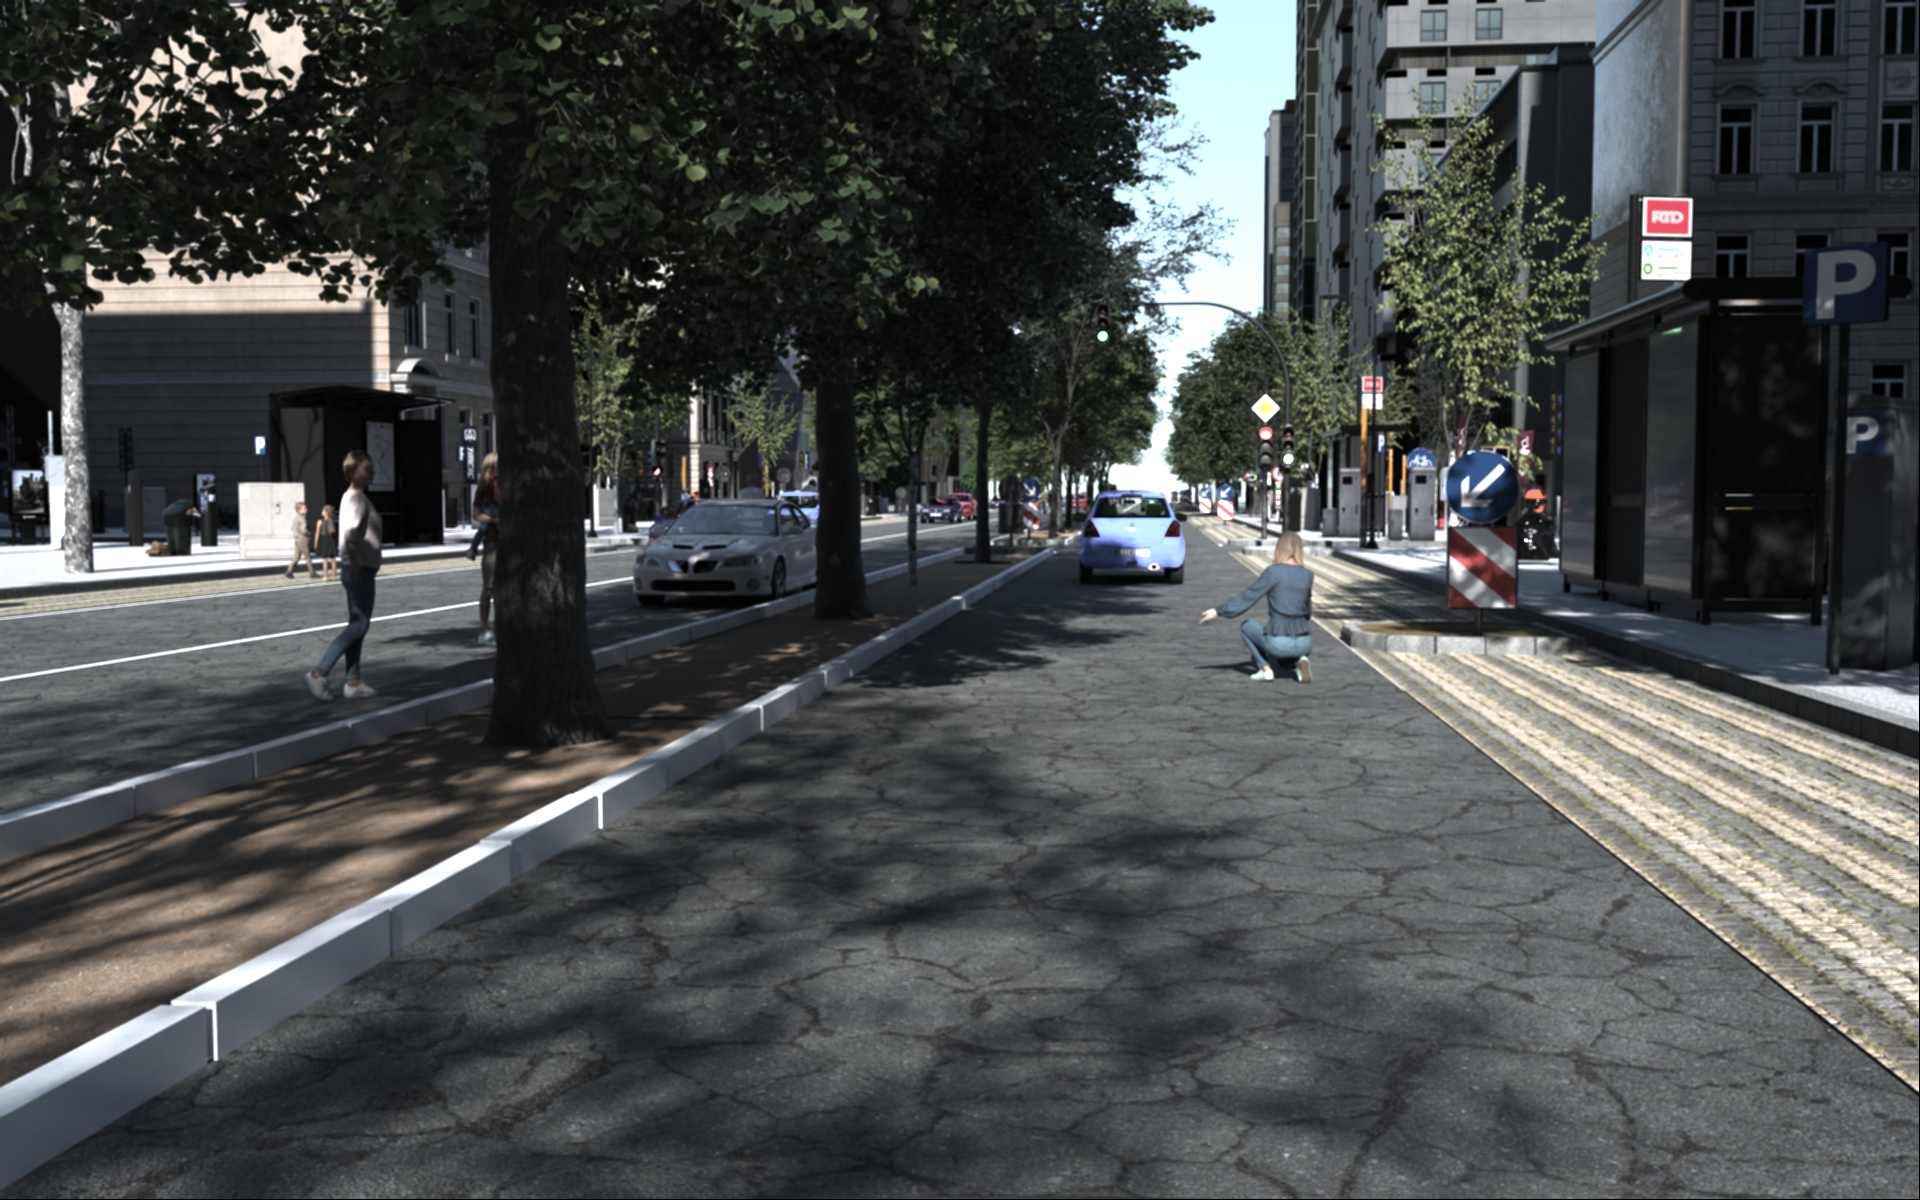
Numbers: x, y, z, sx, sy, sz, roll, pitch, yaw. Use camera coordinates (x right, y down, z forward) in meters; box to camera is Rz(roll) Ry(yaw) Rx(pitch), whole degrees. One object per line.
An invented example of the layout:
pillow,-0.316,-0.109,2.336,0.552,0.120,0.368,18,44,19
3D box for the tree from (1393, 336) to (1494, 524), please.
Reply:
tree,20.930,-7.636,75.217,4.360,8.622,3.978,0,3,0

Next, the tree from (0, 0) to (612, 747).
tree,-2.384,-6.142,9.532,9.857,13.997,8.962,0,3,0

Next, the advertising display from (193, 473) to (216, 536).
advertising display,-23.008,-2.910,52.785,0.123,1.923,0.974,1,4,11

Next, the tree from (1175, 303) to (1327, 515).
tree,17.829,-11.458,104.345,9.611,12.733,9.660,0,3,0

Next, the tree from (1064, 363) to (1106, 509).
tree,5.220,-8.055,84.520,4.737,8.622,4.395,0,3,0

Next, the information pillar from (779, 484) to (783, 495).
information pillar,-12.814,-7.365,124.909,0.304,2.012,0.304,-3,5,-40

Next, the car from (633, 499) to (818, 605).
car,-3.054,-0.700,23.802,2.083,1.381,4.827,0,4,7

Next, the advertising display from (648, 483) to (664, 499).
advertising display,-17.876,-5.912,101.870,0.974,1.923,0.123,-1,4,-11

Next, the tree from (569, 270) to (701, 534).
tree,-11.410,-6.461,55.995,4.737,8.622,4.395,0,3,0

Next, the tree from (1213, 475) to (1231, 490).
tree,21.512,-8.896,140.043,1.663,3.219,1.824,0,3,0

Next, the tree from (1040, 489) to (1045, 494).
tree,11.958,-16.139,258.470,1.663,3.219,1.824,0,3,0

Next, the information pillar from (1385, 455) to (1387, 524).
information pillar,18.364,-5.137,75.346,0.504,3.616,0.183,-3,4,-36

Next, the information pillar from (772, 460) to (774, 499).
information pillar,-12.659,-7.700,117.250,0.183,3.616,0.504,0,4,-5

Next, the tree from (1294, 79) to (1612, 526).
tree,9.079,-4.941,31.148,4.737,8.622,4.395,0,3,0

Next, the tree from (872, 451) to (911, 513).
tree,-4.408,-8.190,117.620,4.285,4.588,4.351,0,3,0

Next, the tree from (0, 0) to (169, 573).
tree,-13.544,-10.579,28.859,12.611,20.169,13.585,0,3,0

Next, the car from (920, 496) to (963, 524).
car,-0.903,-4.460,85.507,1.945,1.354,3.894,0,4,8

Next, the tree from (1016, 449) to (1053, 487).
tree,9.630,-19.955,243.278,9.611,12.733,9.660,0,3,0

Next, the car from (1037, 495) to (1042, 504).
car,9.742,-12.399,215.304,1.945,1.354,3.894,0,4,7

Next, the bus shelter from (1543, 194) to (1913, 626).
bus shelter,8.533,-2.652,20.996,2.179,5.291,8.768,0,4,6

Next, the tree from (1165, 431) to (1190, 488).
tree,33.175,-19.794,249.380,9.928,11.665,9.643,0,3,0

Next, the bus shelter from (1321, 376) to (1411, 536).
bus shelter,13.031,-4.829,56.589,2.179,5.291,8.768,0,4,6

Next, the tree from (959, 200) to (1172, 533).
tree,3.673,-8.729,63.299,7.486,12.596,7.792,0,3,0

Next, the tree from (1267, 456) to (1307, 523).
tree,14.428,-4.990,76.188,1.663,3.219,1.824,0,3,0

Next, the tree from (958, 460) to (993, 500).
tree,1.480,-11.195,166.747,4.285,4.588,4.351,0,3,0

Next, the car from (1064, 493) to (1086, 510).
car,10.295,-8.797,152.871,2.155,1.783,4.494,0,4,4

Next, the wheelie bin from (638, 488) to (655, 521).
wheelie bin,-15.014,-4.616,83.386,0.980,1.594,0.693,0,4,-1

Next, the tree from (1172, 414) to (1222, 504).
tree,29.561,-18.295,217.245,7.486,12.596,7.792,0,3,0

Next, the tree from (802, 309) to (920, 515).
tree,-5.973,-11.503,106.201,7.486,12.596,7.792,0,3,0

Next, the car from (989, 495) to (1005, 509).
car,3.758,-9.138,161.982,1.945,1.354,3.894,0,4,6

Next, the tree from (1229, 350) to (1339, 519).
tree,15.995,-8.402,87.742,4.360,8.622,3.978,0,3,0

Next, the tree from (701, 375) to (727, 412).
tree,-10.751,-6.784,61.285,4.737,8.622,4.395,0,3,0

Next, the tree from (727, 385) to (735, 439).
tree,-11.403,-9.099,99.129,4.737,8.622,4.395,0,3,0

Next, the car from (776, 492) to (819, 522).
car,-5.264,-2.845,56.099,1.945,1.707,3.694,0,4,5

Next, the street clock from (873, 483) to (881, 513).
street clock,-5.409,-6.645,113.220,0.471,2.002,0.358,3,5,41

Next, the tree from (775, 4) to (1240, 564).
tree,0.453,-7.495,35.373,12.009,13.543,11.850,0,3,0

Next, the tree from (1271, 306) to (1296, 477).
tree,13.466,-6.990,64.652,4.737,8.622,4.395,0,3,0

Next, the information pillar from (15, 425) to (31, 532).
information pillar,-31.467,-4.086,58.153,0.504,3.616,0.183,-2,4,-28

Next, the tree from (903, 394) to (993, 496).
tree,-1.311,-13.034,138.867,9.928,11.665,9.643,0,3,0

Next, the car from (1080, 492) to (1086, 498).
car,18.782,-15.335,259.400,2.281,1.827,5.304,0,4,6

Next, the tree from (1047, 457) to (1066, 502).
tree,13.859,-21.389,275.471,9.928,11.665,9.643,0,3,0

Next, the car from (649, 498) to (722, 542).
car,-5.963,-1.679,40.038,1.945,1.354,3.894,0,4,6

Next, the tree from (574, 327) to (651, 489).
tree,-15.653,-7.737,76.865,4.360,8.622,3.978,0,3,0

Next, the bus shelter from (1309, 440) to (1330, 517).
bus shelter,16.571,-5.243,77.006,1.731,3.624,6.357,0,4,6

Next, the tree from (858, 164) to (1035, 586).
tree,-0.756,-4.533,26.942,4.737,8.622,4.395,0,3,0

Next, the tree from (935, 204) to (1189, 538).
tree,2.952,-7.272,55.763,8.767,10.594,7.601,0,4,6

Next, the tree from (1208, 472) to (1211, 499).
tree,25.923,-15.088,181.096,7.601,10.594,8.767,2,4,27

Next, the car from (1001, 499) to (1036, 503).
car,3.253,-4.995,93.667,2.014,1.417,4.499,1,4,8

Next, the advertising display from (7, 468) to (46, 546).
advertising display,-23.284,-2.325,43.229,0.123,1.923,0.974,1,4,22

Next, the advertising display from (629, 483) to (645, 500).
advertising display,-18.965,-5.912,101.870,0.974,1.923,0.123,1,4,12

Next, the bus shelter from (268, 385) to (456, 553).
bus shelter,-13.803,-3.007,40.447,1.731,3.624,6.357,0,4,7

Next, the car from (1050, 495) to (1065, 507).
car,11.033,-11.349,197.555,2.014,1.417,4.499,0,4,5

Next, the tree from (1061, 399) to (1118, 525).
tree,5.367,-7.711,78.891,4.360,8.622,3.978,0,3,0

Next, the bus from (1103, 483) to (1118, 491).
bus,23.292,-16.869,270.672,2.948,3.499,13.247,0,4,7

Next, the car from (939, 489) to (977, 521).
car,-0.090,-5.261,95.056,2.155,1.783,4.494,0,4,6

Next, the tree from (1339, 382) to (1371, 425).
tree,25.248,-9.884,111.965,4.360,8.622,3.978,0,3,0

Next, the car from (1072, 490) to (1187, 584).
car,2.843,-1.185,28.968,1.945,1.707,3.694,0,4,4
